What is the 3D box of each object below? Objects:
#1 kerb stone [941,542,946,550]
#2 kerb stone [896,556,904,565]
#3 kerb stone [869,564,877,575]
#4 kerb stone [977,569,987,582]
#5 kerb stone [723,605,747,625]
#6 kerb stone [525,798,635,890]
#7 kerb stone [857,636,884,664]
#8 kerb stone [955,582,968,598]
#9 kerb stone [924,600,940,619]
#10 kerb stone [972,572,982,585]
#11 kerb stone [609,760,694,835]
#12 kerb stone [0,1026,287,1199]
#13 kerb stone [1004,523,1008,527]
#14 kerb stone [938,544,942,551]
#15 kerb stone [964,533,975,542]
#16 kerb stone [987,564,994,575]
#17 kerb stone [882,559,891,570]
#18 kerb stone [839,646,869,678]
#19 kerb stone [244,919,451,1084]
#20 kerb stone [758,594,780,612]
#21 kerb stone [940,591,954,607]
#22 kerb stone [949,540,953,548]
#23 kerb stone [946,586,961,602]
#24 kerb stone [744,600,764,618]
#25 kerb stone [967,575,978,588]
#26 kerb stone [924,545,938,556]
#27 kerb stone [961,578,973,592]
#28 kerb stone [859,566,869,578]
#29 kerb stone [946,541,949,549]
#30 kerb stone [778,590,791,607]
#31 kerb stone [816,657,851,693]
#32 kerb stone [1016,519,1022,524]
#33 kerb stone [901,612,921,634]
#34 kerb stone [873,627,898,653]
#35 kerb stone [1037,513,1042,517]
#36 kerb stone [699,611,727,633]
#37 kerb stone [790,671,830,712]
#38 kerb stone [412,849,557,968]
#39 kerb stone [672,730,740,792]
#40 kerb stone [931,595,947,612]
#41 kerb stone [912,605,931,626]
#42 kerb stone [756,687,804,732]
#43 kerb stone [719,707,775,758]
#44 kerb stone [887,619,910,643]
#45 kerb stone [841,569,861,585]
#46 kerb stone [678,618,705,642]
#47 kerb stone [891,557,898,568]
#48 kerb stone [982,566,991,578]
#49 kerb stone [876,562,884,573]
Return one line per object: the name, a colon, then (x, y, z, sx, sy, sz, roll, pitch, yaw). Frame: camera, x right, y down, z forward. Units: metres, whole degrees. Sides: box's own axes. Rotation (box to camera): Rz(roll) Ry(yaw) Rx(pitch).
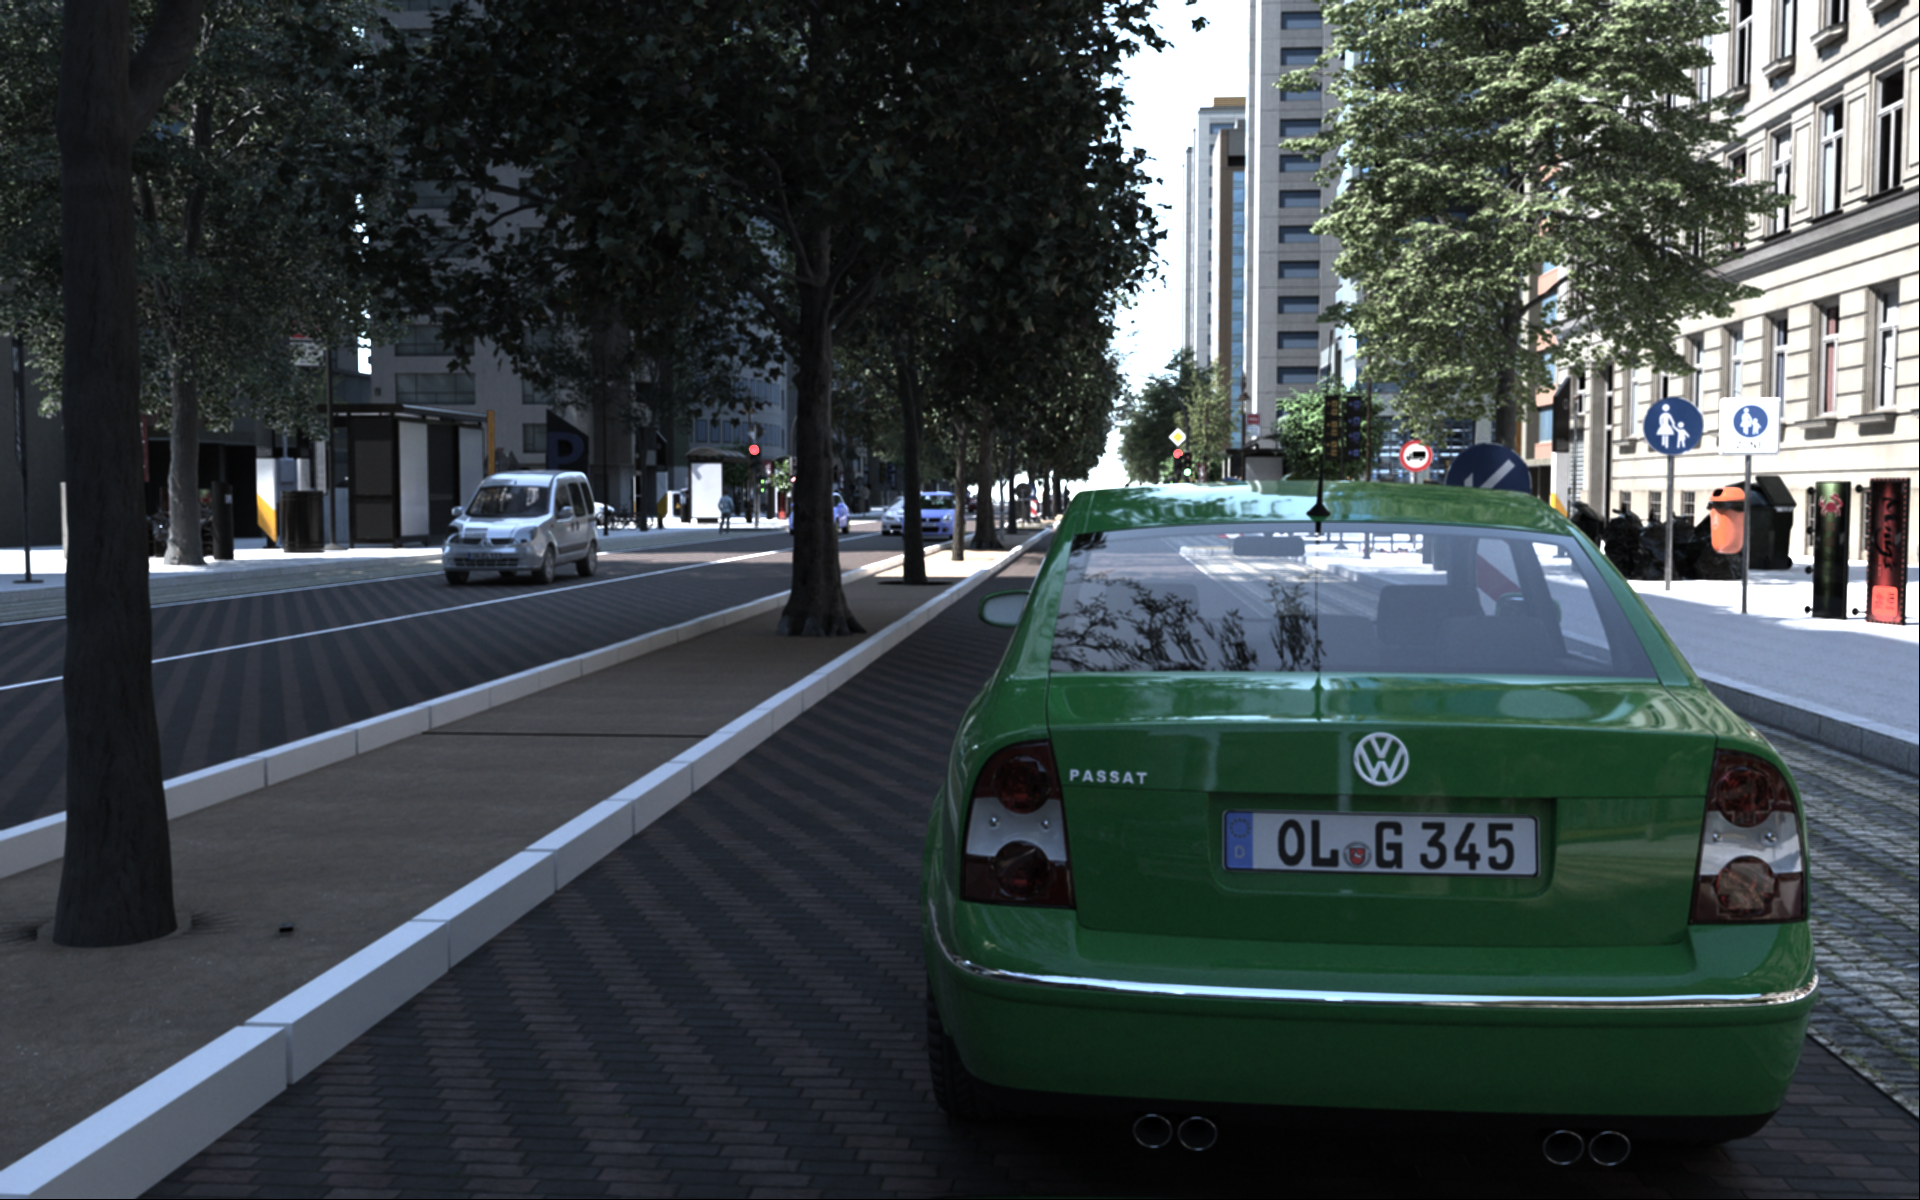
kerb stone: (-0.532, -1.312, 43.717, 0.120, 0.150, 1.000, 0, 4, 5)
kerb stone: (-1.288, -0.754, 34.520, 0.120, 0.150, 1.000, 0, 4, 5)
kerb stone: (-1.633, -0.503, 30.432, 0.120, 0.150, 1.000, 0, 4, 5)
kerb stone: (0.298, -0.367, 28.192, 0.120, 0.150, 1.000, 0, 4, 5)
kerb stone: (-2.548, 0.185, 19.169, 0.120, 0.150, 1.000, 0, 4, 5)
kerb stone: (-1.472, 0.944, 6.757, 0.120, 0.150, 1.000, 0, 4, 5)
kerb stone: (-0.797, 0.448, 14.928, 0.120, 0.150, 1.000, 0, 4, 5)
kerb stone: (-0.029, -0.117, 24.110, 0.120, 0.150, 1.000, 0, 4, 5)
kerb stone: (-0.368, 0.132, 20.032, 0.120, 0.150, 1.000, 0, 4, 5)
kerb stone: (0.217, -0.304, 27.170, 0.120, 0.150, 1.000, 0, 4, 5)
kerb stone: (-1.384, 0.882, 7.776, 0.120, 0.150, 1.000, 0, 4, 5)
kerb stone: (-1.724, 1.133, 3.677, 0.120, 0.150, 1.000, 0, 4, 5)
kerb stone: (2.125, -3.279, 75.896, 0.120, 0.150, 1.000, 0, 4, 5)
kerb stone: (-0.617, -1.245, 42.695, 0.120, 0.150, 1.000, 0, 4, 5)
kerb stone: (0.303, -1.937, 53.929, 0.120, 0.150, 1.000, 0, 4, 5)
kerb stone: (0.464, -0.492, 30.238, 0.120, 0.150, 1.000, 0, 4, 5)
kerb stone: (-1.458, -0.629, 32.472, 0.120, 0.150, 1.000, 0, 4, 5)
kerb stone: (-0.875, 0.507, 13.909, 0.120, 0.150, 1.000, 0, 4, 5)
kerb stone: (-1.637, 1.070, 4.703, 0.120, 0.150, 1.000, 0, 4, 5)
kerb stone: (-2.390, 0.061, 21.207, 0.120, 0.150, 1.000, 0, 4, 5)
kerb stone: (-0.210, 0.015, 22.071, 0.120, 0.150, 1.000, 0, 4, 5)
kerb stone: (-0.360, -1.441, 45.757, 0.120, 0.150, 1.000, 0, 4, 5)
kerb stone: (-0.121, -0.055, 23.092, 0.120, 0.150, 1.000, 0, 4, 5)
kerb stone: (-2.471, 0.130, 20.189, 0.120, 0.150, 1.000, 0, 4, 5)
kerb stone: (0.133, -0.242, 26.148, 0.120, 0.150, 1.000, 0, 4, 5)
kerb stone: (-0.704, -1.191, 41.676, 0.120, 0.150, 1.000, 0, 4, 5)
kerb stone: (0.054, -0.178, 25.129, 0.120, 0.150, 1.000, 0, 4, 5)
kerb stone: (-1.714, -0.441, 29.408, 0.120, 0.150, 1.000, 0, 4, 5)
kerb stone: (-0.450, -1.379, 44.739, 0.120, 0.150, 1.000, 0, 4, 5)
kerb stone: (-2.296, -0.001, 22.226, 0.120, 0.150, 1.000, 0, 4, 5)
kerb stone: (-0.960, 0.569, 12.890, 0.120, 0.150, 1.000, 0, 4, 5)
kerb stone: (3.043, -3.971, 87.123, 0.120, 0.150, 1.000, 0, 4, 5)
kerb stone: (-0.540, 0.262, 17.990, 0.120, 0.150, 1.000, 0, 4, 5)
kerb stone: (-0.711, 0.383, 15.947, 0.120, 0.150, 1.000, 0, 4, 5)
kerb stone: (5.406, -5.722, 115.753, 0.120, 0.150, 1.000, 0, 4, 5)
kerb stone: (-2.637, 0.248, 18.139, 0.120, 0.150, 1.000, 0, 4, 5)
kerb stone: (-1.046, 0.634, 11.872, 0.120, 0.150, 1.000, 0, 4, 5)
kerb stone: (-1.558, 1.010, 5.730, 0.120, 0.150, 1.000, 0, 4, 5)
kerb stone: (-1.297, 0.819, 8.804, 0.120, 0.150, 1.000, 0, 4, 5)
kerb stone: (-0.293, 0.070, 21.051, 0.120, 0.150, 1.000, 0, 4, 5)
kerb stone: (-0.458, 0.195, 19.008, 0.120, 0.150, 1.000, 0, 4, 5)
kerb stone: (-1.136, 0.694, 10.853, 0.120, 0.150, 1.000, 0, 4, 5)
kerb stone: (-1.219, 0.757, 9.823, 0.120, 0.150, 1.000, 0, 4, 5)
kerb stone: (-0.626, 0.320, 16.969, 0.120, 0.150, 1.000, 0, 4, 5)
kerb stone: (-1.795, -0.379, 28.386, 0.120, 0.150, 1.000, 0, 4, 5)
kerb stone: (-2.720, 0.316, 17.114, 0.120, 0.150, 1.000, 0, 4, 5)
kerb stone: (-1.371, -0.687, 33.495, 0.120, 0.150, 1.000, 0, 4, 5)
kerb stone: (0.390, -0.429, 29.211, 0.120, 0.150, 1.000, 0, 4, 5)
kerb stone: (-1.552, -0.566, 31.451, 0.120, 0.150, 1.000, 0, 4, 5)
